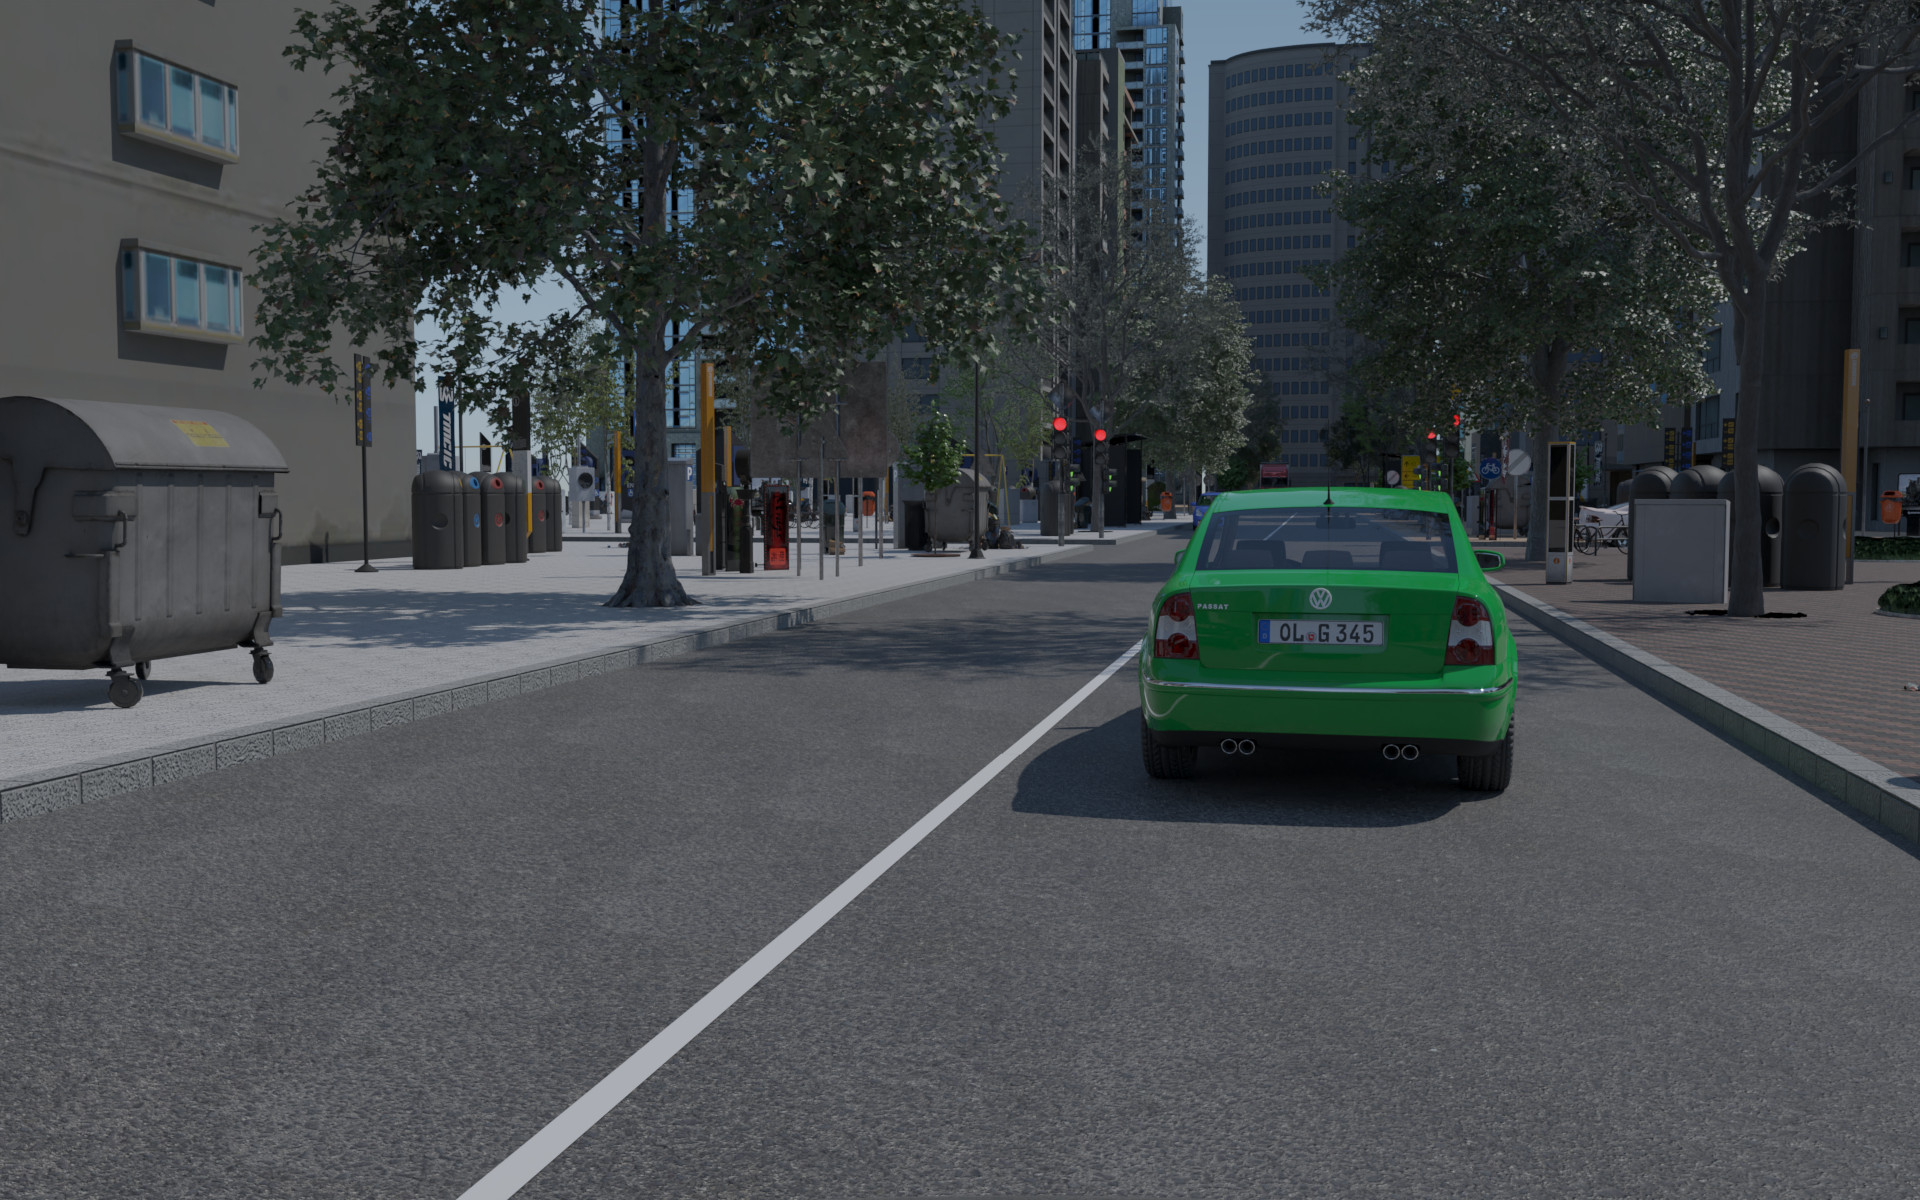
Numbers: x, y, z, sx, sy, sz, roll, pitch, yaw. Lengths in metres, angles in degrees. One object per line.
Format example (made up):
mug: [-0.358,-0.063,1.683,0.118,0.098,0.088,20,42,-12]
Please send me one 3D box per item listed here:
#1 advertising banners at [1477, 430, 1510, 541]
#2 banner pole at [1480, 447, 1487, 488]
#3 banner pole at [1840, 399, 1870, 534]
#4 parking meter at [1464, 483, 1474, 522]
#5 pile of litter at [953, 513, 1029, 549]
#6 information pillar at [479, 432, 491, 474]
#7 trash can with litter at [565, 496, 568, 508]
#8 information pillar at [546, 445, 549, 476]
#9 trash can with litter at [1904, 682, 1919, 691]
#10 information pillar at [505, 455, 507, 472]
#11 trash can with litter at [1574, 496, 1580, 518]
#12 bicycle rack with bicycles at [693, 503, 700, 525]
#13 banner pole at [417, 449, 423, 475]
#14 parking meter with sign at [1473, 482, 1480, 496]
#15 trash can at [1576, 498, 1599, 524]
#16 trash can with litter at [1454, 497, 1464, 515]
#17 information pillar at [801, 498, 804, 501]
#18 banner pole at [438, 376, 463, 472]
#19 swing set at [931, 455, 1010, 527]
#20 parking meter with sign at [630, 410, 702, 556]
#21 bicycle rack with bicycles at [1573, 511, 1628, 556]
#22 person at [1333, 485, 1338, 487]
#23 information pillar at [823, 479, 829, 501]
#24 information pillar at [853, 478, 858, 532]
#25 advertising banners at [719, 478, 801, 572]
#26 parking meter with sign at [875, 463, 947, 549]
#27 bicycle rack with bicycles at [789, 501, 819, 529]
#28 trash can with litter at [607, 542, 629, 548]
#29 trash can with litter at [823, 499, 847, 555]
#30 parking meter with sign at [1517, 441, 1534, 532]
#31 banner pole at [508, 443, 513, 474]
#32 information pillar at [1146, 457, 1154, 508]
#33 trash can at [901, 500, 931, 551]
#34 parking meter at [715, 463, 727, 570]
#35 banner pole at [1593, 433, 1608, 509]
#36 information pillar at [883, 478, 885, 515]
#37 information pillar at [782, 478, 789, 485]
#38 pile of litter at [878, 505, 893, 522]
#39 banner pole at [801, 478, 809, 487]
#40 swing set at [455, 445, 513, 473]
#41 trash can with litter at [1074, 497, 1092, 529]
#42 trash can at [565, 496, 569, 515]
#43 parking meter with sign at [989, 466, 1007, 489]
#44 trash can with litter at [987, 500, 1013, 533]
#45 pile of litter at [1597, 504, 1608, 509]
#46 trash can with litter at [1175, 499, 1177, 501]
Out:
advertising banners: [14.780,-3.168,47.987,0.090,3.025,2.074,0,4,-5]
banner pole: [27.643,-6.207,91.493,0.401,3.779,0.863,3,5,41]
banner pole: [23.769,-3.421,45.958,0.863,3.779,0.401,3,5,44]
parking meter: [23.681,-4.579,80.572,0.399,1.863,0.255,0,4,-7]
pile of litter: [0.719,-1.629,40.595,1.719,0.858,1.176,1,4,23]
information pillar: [-17.931,-4.532,65.450,0.183,3.616,0.504,2,4,35]
trash can with litter: [-27.723,-6.677,120.561,1.055,1.170,0.624,3,5,43]
information pillar: [-19.504,-5.538,81.893,0.183,3.616,0.504,-1,4,-8]
trash can with litter: [6.641,0.048,10.280,1.678,1.210,2.233,-1,4,-8]
information pillar: [-22.140,-5.750,85.368,0.504,3.616,0.183,-1,4,-9]
trash can with litter: [30.602,-4.537,85.240,2.233,1.210,1.678,-3,5,-42]
bicycle rack with bicycles: [-11.863,-3.562,71.626,2.852,0.926,2.925,0,4,5]
banner pole: [-26.842,-5.824,85.236,0.863,3.779,0.401,-2,4,-27]
parking meter with sign: [28.830,-6.154,96.886,1.738,3.016,0.543,-1,4,-20]
trash can: [21.300,-2.886,58.837,0.748,1.137,0.748,0,3,0]
trash can with litter: [34.243,-6.650,120.117,1.055,1.170,0.624,0,4,-4]
information pillar: [-10.483,-7.465,113.412,0.504,3.616,0.183,-1,4,-8]
banner pole: [-9.527,-2.602,32.560,0.401,3.779,0.863,1,4,23]
swing set: [0.188,-4.345,68.665,3.119,2.851,2.862,-1,4,-10]
parking meter with sign: [-5.944,-2.436,36.093,1.738,3.016,0.543,1,4,13]
bicycle rack with bicycles: [13.306,-1.450,37.095,2.925,0.926,2.852,-2,4,-28]
person: [15.817,-3.932,72.965,0.419,1.800,0.721,1,4,17]
information pillar: [-6.586,-4.923,84.978,0.304,2.012,0.304,0,4,-2]
information pillar: [-3.489,-3.321,58.782,0.304,2.012,0.304,0,4,-5]
advertising banners: [-3.111,-2.009,29.037,2.074,3.025,0.090,-3,4,-38]
parking meter with sign: [-1.172,-2.707,40.526,1.738,3.016,0.543,-1,4,-20]
bicycle rack with bicycles: [-5.958,-3.115,64.320,2.925,0.926,2.852,0,4,-3]
trash can with litter: [-7.712,-1.884,41.854,1.678,1.210,2.233,-1,4,-22]
trash can with litter: [-2.611,-1.556,36.829,0.624,1.170,1.055,-1,4,-15]
parking meter with sign: [18.791,-3.710,56.917,0.543,3.016,1.738,0,4,-2]
banner pole: [-16.562,-4.589,65.048,0.863,3.779,0.401,-1,4,-12]
information pillar: [10.819,-6.563,98.660,0.504,3.616,0.183,-1,4,-16]
trash can: [-0.961,-1.698,39.422,0.748,1.137,0.748,0,3,0]
parking meter: [-4.162,-1.447,29.365,0.399,1.863,0.255,0,4,4]
banner pole: [26.277,-4.954,71.023,0.401,3.779,0.863,-2,4,-24]
information pillar: [-4.616,-6.994,105.698,0.504,3.616,0.183,3,4,37]
information pillar: [-10.537,-6.928,104.623,0.504,3.616,0.183,3,5,41]
pile of litter: [-3.339,-4.059,80.329,1.176,0.858,1.719,1,4,9]
banner pole: [-7.160,-5.426,78.729,0.863,3.779,0.401,-3,5,-43]
swing set: [-15.894,-3.588,56.289,3.119,2.851,2.862,2,4,26]
trash can with litter: [4.368,-3.203,63.751,1.055,1.170,0.624,-3,5,-44]
trash can: [-23.813,-5.653,104.081,0.748,1.137,0.748,0,3,0]
parking meter with sign: [2.077,-6.906,109.170,1.738,3.016,0.543,-1,4,-15]
trash can with litter: [1.137,-2.603,53.952,1.055,1.170,0.624,1,4,12]
pile of litter: [28.207,-3.825,76.507,1.176,0.858,1.719,-1,4,-9]
trash can with litter: [14.830,-6.739,121.567,0.624,1.170,1.055,1,4,18]
